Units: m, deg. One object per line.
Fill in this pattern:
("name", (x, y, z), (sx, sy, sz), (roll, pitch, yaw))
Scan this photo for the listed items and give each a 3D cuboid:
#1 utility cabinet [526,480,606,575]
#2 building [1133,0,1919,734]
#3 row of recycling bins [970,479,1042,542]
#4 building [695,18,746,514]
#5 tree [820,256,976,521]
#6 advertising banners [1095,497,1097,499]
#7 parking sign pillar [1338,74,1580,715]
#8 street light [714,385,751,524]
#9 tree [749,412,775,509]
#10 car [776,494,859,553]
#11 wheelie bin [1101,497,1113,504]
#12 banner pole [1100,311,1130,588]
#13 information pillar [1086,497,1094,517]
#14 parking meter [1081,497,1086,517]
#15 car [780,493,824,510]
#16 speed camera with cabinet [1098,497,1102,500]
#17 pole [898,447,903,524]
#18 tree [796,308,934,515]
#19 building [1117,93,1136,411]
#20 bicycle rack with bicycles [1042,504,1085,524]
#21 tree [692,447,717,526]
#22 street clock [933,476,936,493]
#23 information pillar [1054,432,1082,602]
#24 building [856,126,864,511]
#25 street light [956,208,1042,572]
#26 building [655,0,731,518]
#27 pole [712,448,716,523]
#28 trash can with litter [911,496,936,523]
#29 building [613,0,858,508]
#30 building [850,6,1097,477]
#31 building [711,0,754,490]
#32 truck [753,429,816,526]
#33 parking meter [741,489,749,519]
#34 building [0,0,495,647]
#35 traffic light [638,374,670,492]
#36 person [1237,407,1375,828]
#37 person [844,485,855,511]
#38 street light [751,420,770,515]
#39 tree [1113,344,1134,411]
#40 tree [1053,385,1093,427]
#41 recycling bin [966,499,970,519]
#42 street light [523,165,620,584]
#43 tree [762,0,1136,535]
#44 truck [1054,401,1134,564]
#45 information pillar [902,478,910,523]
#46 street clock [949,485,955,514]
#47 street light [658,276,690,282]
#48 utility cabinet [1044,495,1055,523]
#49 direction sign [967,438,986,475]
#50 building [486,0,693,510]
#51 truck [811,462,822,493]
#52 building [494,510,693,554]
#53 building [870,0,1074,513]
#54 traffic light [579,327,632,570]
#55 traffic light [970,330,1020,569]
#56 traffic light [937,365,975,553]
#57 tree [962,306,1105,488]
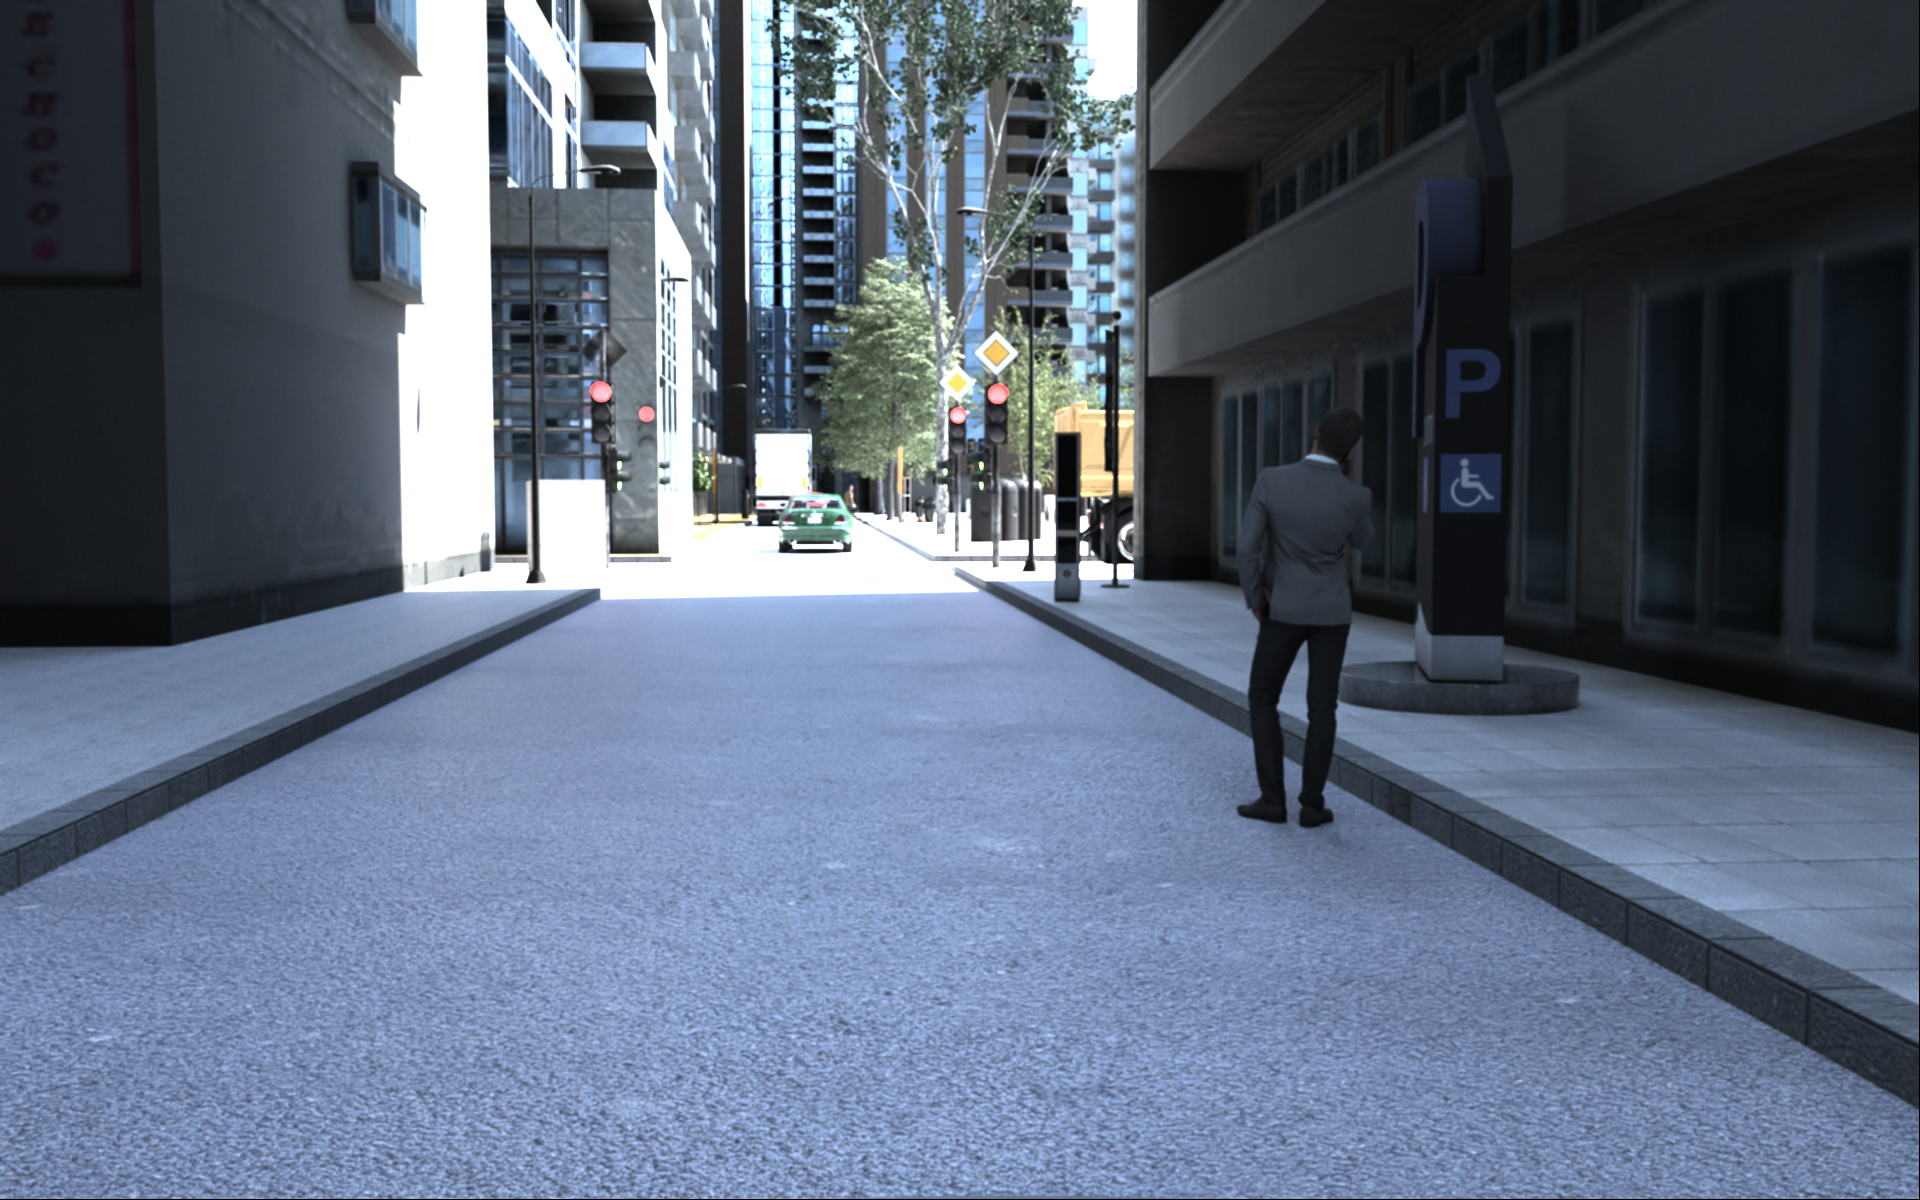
("utility cabinet", (-6.199, -1.137, 27.264), (1.173, 1.500, 0.318), (-2, 4, -29))
("building", (14.148, -23.962, 15.481), (21.300, 48.544, 21.600), (0, 4, -5))
("row of recycling bins", (1.330, -2.464, 47.391), (1.069, 1.692, 3.534), (2, 4, 26))
("building", (-25.587, -41.702, 120.080), (20.563, 71.187, 20.611), (0, 4, -5))
("tree", (-2.954, -10.083, 82.989), (7.486, 12.596, 7.792), (0, 3, 0))
("advertising banners", (8.173, -6.530, 102.951), (0.090, 3.025, 2.074), (3, 4, 36))
("parking sign pillar", (3.075, -1.355, 10.626), (1.447, 3.967, 1.447), (1, 4, 11))
("street light", (-9.799, -6.185, 73.662), (1.470, 5.913, 1.316), (0, 4, -5))
("tree", (-18.796, -12.809, 159.791), (4.737, 8.622, 4.395), (0, 3, 0))
("car", (-3.604, -1.947, 43.637), (2.131, 1.459, 4.920), (0, 4, -3))
("wheelie bin", (5.567, -3.372, 63.045), (0.980, 1.594, 0.693), (3, 5, 43))
("banner pole", (2.065, -2.051, 23.552), (0.401, 3.779, 0.863), (1, 4, 19))
("information pillar", (6.912, -5.355, 92.053), (0.304, 2.012, 0.304), (2, 4, 27))
("parking meter", (7.029, -5.633, 97.815), (0.255, 1.863, 0.399), (3, 5, 44))
("car", (-5.480, -3.296, 62.922), (2.155, 1.783, 4.494), (0, 4, -3))
("speed camera with cabinet", (6.406, -4.709, 71.330), (0.660, 3.252, 2.038), (3, 4, 36))
("pole", (-2.595, -4.961, 74.949), (0.158, 3.312, 0.155), (0, 3, 0))
("tree", (-4.922, -11.514, 105.264), (9.611, 12.733, 9.660), (0, 3, 0))
("building", (21.516, -36.116, 210.108), (30.456, 49.044, 23.786), (0, 4, -5))
("bicycle rack with bicycles", (4.530, -4.093, 80.301), (2.852, 0.926, 2.925), (-1, 4, -21))
("tree", (-10.373, -4.579, 69.464), (1.663, 3.219, 1.824), (0, 3, 0))
("street clock", (-0.745, -3.622, 63.794), (0.471, 2.002, 0.358), (1, 4, 10))
("information pillar", (1.290, -0.992, 20.713), (0.304, 2.012, 0.304), (0, 4, 7))
("building", (-1.198, -22.330, 136.797), (14.160, 30.474, 14.107), (0, 4, -5))
("street light", (0.630, -3.410, 28.294), (1.470, 5.913, 1.316), (0, 4, -5))
("building", (-24.202, -28.668, 88.322), (23.786, 49.044, 30.456), (0, 4, -5))
("pole", (-10.827, -5.052, 76.437), (0.158, 3.312, 0.155), (0, 3, 0))
("trash can with litter", (-1.466, -3.951, 75.985), (0.624, 1.170, 1.055), (3, 5, 40))
("building", (-23.579, -54.540, 204.395), (31.000, 86.520, 22.319), (0, 4, -5))
("building", (0.977, -33.893, 173.763), (23.786, 49.044, 30.456), (0, 4, -5))
("building", (-23.840, -29.868, 138.455), (14.600, 45.320, 14.200), (0, 4, -5))
("truck", (-8.113, -5.584, 80.214), (2.839, 4.237, 11.283), (0, 4, -5))
("parking meter", (-10.999, -4.908, 88.652), (0.372, 1.533, 0.369), (0, 3, 0))
("building", (-17.476, -24.027, 16.550), (21.600, 48.544, 21.300), (0, 4, -5))
("traffic light", (-6.667, -2.951, 37.163), (0.839, 4.253, 0.868), (0, 4, -5))
("person", (1.493, 0.069, 7.548), (0.592, 1.802, 0.473), (1, 4, 20))
("person", (-4.962, -4.240, 77.742), (0.656, 1.842, 0.836), (1, 4, 20))
("street light", (-12.586, -8.322, 108.610), (1.470, 5.913, 1.316), (0, 4, -5))
("tree", (8.678, -7.981, 80.849), (4.737, 8.622, 4.395), (0, 3, 0))
("tree", (7.630, -9.862, 111.606), (4.360, 8.622, 3.978), (0, 3, 0))
("recycling bin", (0.784, -4.631, 88.265), (0.722, 1.027, 0.722), (2, 4, 28))
("street light", (-5.507, -3.184, 24.597), (1.470, 5.913, 1.316), (0, 4, -5))
("tree", (0.719, -12.057, 53.029), (12.611, 20.169, 13.585), (0, 3, 0))
("truck", (6.823, -2.311, 33.703), (9.791, 3.379, 3.469), (0, 4, -4))
("information pillar", (-2.416, -4.459, 77.397), (0.304, 2.012, 0.304), (-2, 4, -30))
("street clock", (-0.597, -6.607, 112.590), (0.471, 2.002, 0.358), (-1, 4, -15))
("street light", (-6.462, -3.947, 37.072), (1.470, 5.913, 1.316), (0, 4, -5))
("utility cabinet", (4.150, -4.011, 76.745), (0.306, 1.237, 1.020), (3, 5, 41))
("direction sign", (0.676, -4.809, 70.624), (0.876, 3.537, 0.379), (2, 4, 33))
("building", (-35.319, -52.638, 173.301), (31.000, 86.520, 22.319), (0, 4, -5))
("truck", (-13.973, -10.253, 156.555), (2.839, 4.237, 11.283), (0, 4, -4))
("building", (-18.862, -45.025, 48.837), (22.319, 86.520, 31.000), (0, 4, -5))
("building", (-0.092, -28.878, 122.260), (14.600, 45.320, 14.200), (0, 4, -5))
("traffic light", (-5.985, -2.464, 29.207), (0.839, 4.253, 0.868), (0, 4, -5))
("traffic light", (0.601, -2.499, 29.785), (0.839, 4.253, 0.868), (0, 4, -5))
("traffic light", (-0.081, -2.986, 37.741), (0.839, 4.253, 0.868), (0, 4, -5))
("tree", (2.360, -7.125, 66.851), (4.737, 8.622, 4.395), (0, 3, 0))
